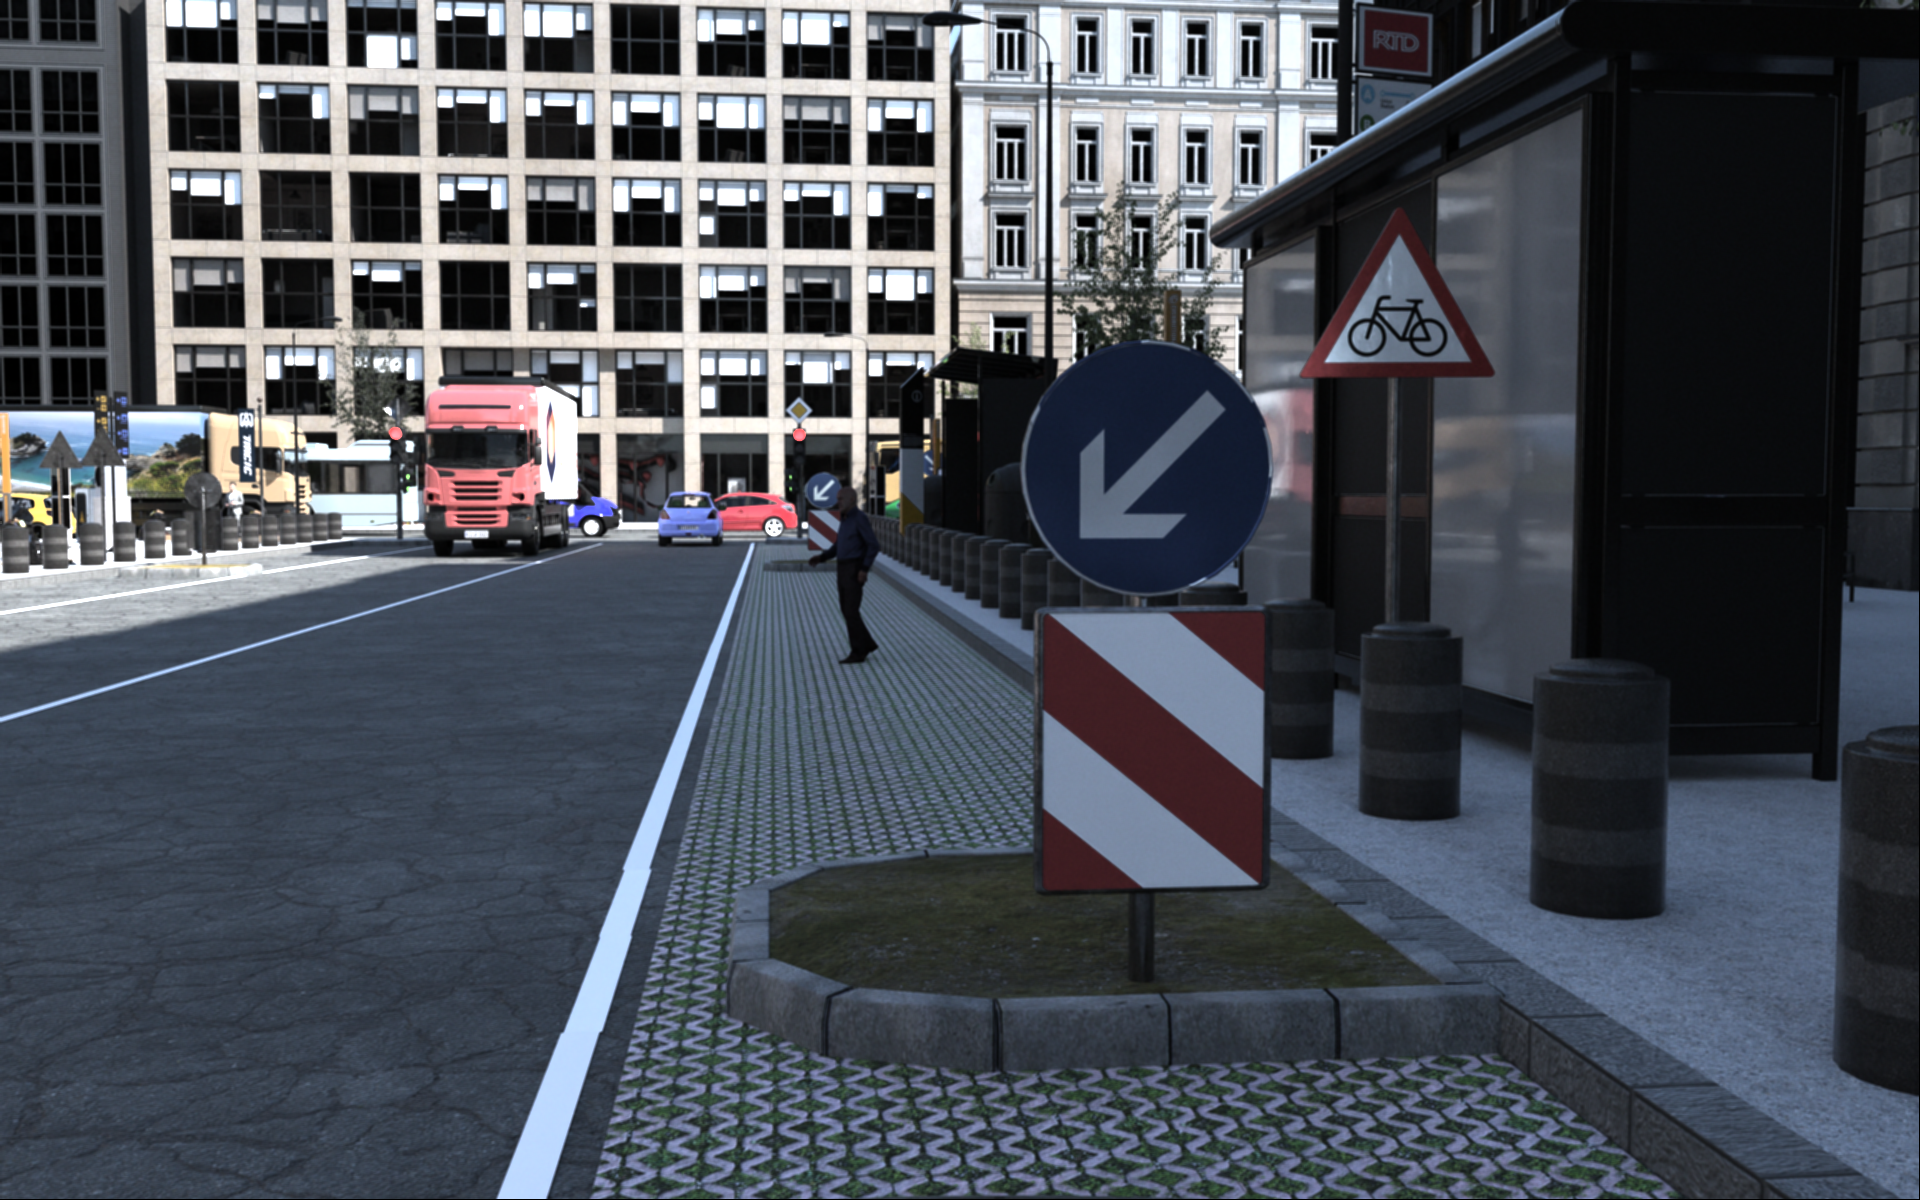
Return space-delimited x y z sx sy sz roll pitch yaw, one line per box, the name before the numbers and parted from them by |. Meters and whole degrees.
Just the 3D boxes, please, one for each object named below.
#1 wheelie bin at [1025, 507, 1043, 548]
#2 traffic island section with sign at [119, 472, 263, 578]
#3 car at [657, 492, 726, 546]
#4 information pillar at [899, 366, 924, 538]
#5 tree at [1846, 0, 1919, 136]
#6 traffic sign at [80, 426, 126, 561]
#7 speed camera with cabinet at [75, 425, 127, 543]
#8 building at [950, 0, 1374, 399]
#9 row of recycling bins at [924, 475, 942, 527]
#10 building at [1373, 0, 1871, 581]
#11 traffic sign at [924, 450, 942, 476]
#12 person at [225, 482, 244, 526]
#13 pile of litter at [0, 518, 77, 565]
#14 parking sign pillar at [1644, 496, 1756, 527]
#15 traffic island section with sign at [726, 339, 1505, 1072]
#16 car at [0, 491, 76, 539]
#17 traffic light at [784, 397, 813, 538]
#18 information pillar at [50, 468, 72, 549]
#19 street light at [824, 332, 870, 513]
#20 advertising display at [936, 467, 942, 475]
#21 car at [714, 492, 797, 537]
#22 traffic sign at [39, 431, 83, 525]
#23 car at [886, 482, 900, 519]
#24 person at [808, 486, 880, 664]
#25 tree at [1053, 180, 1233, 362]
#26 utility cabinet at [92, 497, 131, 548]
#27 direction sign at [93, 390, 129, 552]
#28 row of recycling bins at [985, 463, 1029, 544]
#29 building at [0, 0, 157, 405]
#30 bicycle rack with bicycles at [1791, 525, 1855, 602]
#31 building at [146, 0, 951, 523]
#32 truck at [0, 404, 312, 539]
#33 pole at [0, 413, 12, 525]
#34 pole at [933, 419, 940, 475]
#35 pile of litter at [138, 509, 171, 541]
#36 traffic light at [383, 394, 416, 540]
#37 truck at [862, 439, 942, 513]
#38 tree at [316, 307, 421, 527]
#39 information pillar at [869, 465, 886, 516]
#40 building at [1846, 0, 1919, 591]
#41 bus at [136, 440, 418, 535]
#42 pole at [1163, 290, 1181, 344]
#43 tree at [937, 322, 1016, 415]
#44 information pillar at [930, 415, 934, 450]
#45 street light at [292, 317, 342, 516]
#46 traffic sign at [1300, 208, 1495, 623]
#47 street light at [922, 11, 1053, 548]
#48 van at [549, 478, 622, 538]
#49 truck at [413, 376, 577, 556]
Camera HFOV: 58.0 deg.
wheelie bin | 1.132 -0.747 20.118 0.693 1.594 0.980 1 4 9
traffic island section with sign | -13.519 -1.347 30.656 1.989 1.847 2.006 0 4 -6
car | -7.567 -2.398 48.793 1.945 1.707 3.694 0 4 -6
information pillar | -0.870 -2.466 31.669 0.504 3.616 0.183 -2 4 -32
tree | 9.883 -3.895 14.052 4.737 8.622 4.395 0 3 0
traffic sign | -16.368 -2.023 33.084 0.884 2.594 0.081 0 4 3
speed camera with cabinet | -22.390 -3.104 45.094 2.038 3.252 0.660 3 5 43
building | 8.876 -18.295 85.029 20.117 28.700 13.634 0 4 -6
row of recycling bins | -0.065 -1.907 38.295 1.069 1.692 3.534 1 4 17
building | 16.564 -12.439 33.053 12.332 23.373 15.834 0 4 -6
traffic sign | -0.783 -3.042 49.836 0.768 2.556 0.104 0 4 0
person | -21.564 -2.607 51.328 0.606 1.804 0.583 0 4 7
pile of litter | -16.952 -1.072 31.495 1.719 0.858 1.176 1 4 22
parking sign pillar | 6.539 -1.646 15.390 1.447 3.967 1.447 -2 4 -35
traffic island section with sign | 0.300 0.208 5.235 1.989 1.847 2.006 0 4 -6
car | -28.450 -2.514 51.330 3.980 1.641 2.015 0 4 -6
traffic light | -4.656 -3.738 50.034 0.839 4.253 0.868 0 4 -6
information pillar | -21.062 -2.208 40.588 0.304 2.012 0.304 2 4 29
street light | -3.210 -4.736 49.982 1.470 5.913 1.316 0 4 -6
advertising display | -0.134 -2.198 41.156 0.974 1.923 0.123 2 4 35
car | -7.629 -2.970 57.604 4.494 1.783 2.155 0 4 -5
traffic sign | -18.484 -2.178 35.611 0.884 2.594 0.081 0 4 0
car | -0.575 -2.760 53.920 4.718 1.807 1.959 0 4 -4
person | -0.985 -0.213 14.685 0.600 1.496 0.574 0 4 -4
tree | 4.274 -5.589 41.742 4.737 8.622 4.395 0 3 0
utility cabinet | -20.319 -1.857 41.518 0.306 1.237 1.020 1 4 10
direction sign | -18.642 -2.821 38.117 0.379 3.537 0.876 1 4 22
row of recycling bins | 0.840 -1.042 24.153 1.069 1.692 3.534 0 4 1
building | -47.049 -17.482 79.333 24.014 27.812 14.314 0 4 -6
bicycle rack with bicycles | 9.183 -0.422 20.276 2.852 0.926 2.925 2 4 35
building | -18.376 -17.137 84.700 34.151 26.468 19.350 0 4 -6
truck | -26.222 -4.081 55.638 11.283 4.237 2.839 0 4 -5
pole | -24.052 -3.048 43.681 0.158 3.312 0.155 0 3 0
pole | -0.630 -3.257 47.103 0.158 3.312 0.155 0 3 0
pile of litter | -21.973 -2.077 47.916 1.176 0.858 1.719 3 5 40
traffic light | -15.799 -3.663 48.803 0.839 4.253 0.868 0 4 -6
truck | 0.552 -4.064 62.370 9.791 3.379 3.469 0 4 -7
tree | -22.885 -7.175 67.681 4.360 8.622 3.978 0 3 0
information pillar | -2.091 -2.415 43.978 0.304 2.012 0.304 -2 4 -34
building | 19.286 -13.130 11.933 12.463 27.353 25.104 0 4 -6
bus | -25.693 -3.955 59.525 13.247 3.499 2.948 0 4 -7
pole | 2.126 -1.444 17.446 0.158 3.312 0.155 0 3 0
tree | 1.137 -7.524 73.385 4.737 8.622 4.395 0 3 0
information pillar | -0.777 -3.664 51.254 0.183 3.616 0.504 -1 4 -21
street light | -16.866 -4.459 45.440 1.470 5.913 1.316 0 4 -6
traffic sign | 1.996 -0.488 7.976 0.884 2.594 0.081 0 4 1
street light | 0.332 -2.713 16.902 1.470 5.913 1.316 0 4 -6
van | -13.965 -3.261 57.709 5.245 2.365 2.240 0 4 -6
truck | -11.419 -3.344 43.580 2.839 4.237 11.283 0 4 -7
